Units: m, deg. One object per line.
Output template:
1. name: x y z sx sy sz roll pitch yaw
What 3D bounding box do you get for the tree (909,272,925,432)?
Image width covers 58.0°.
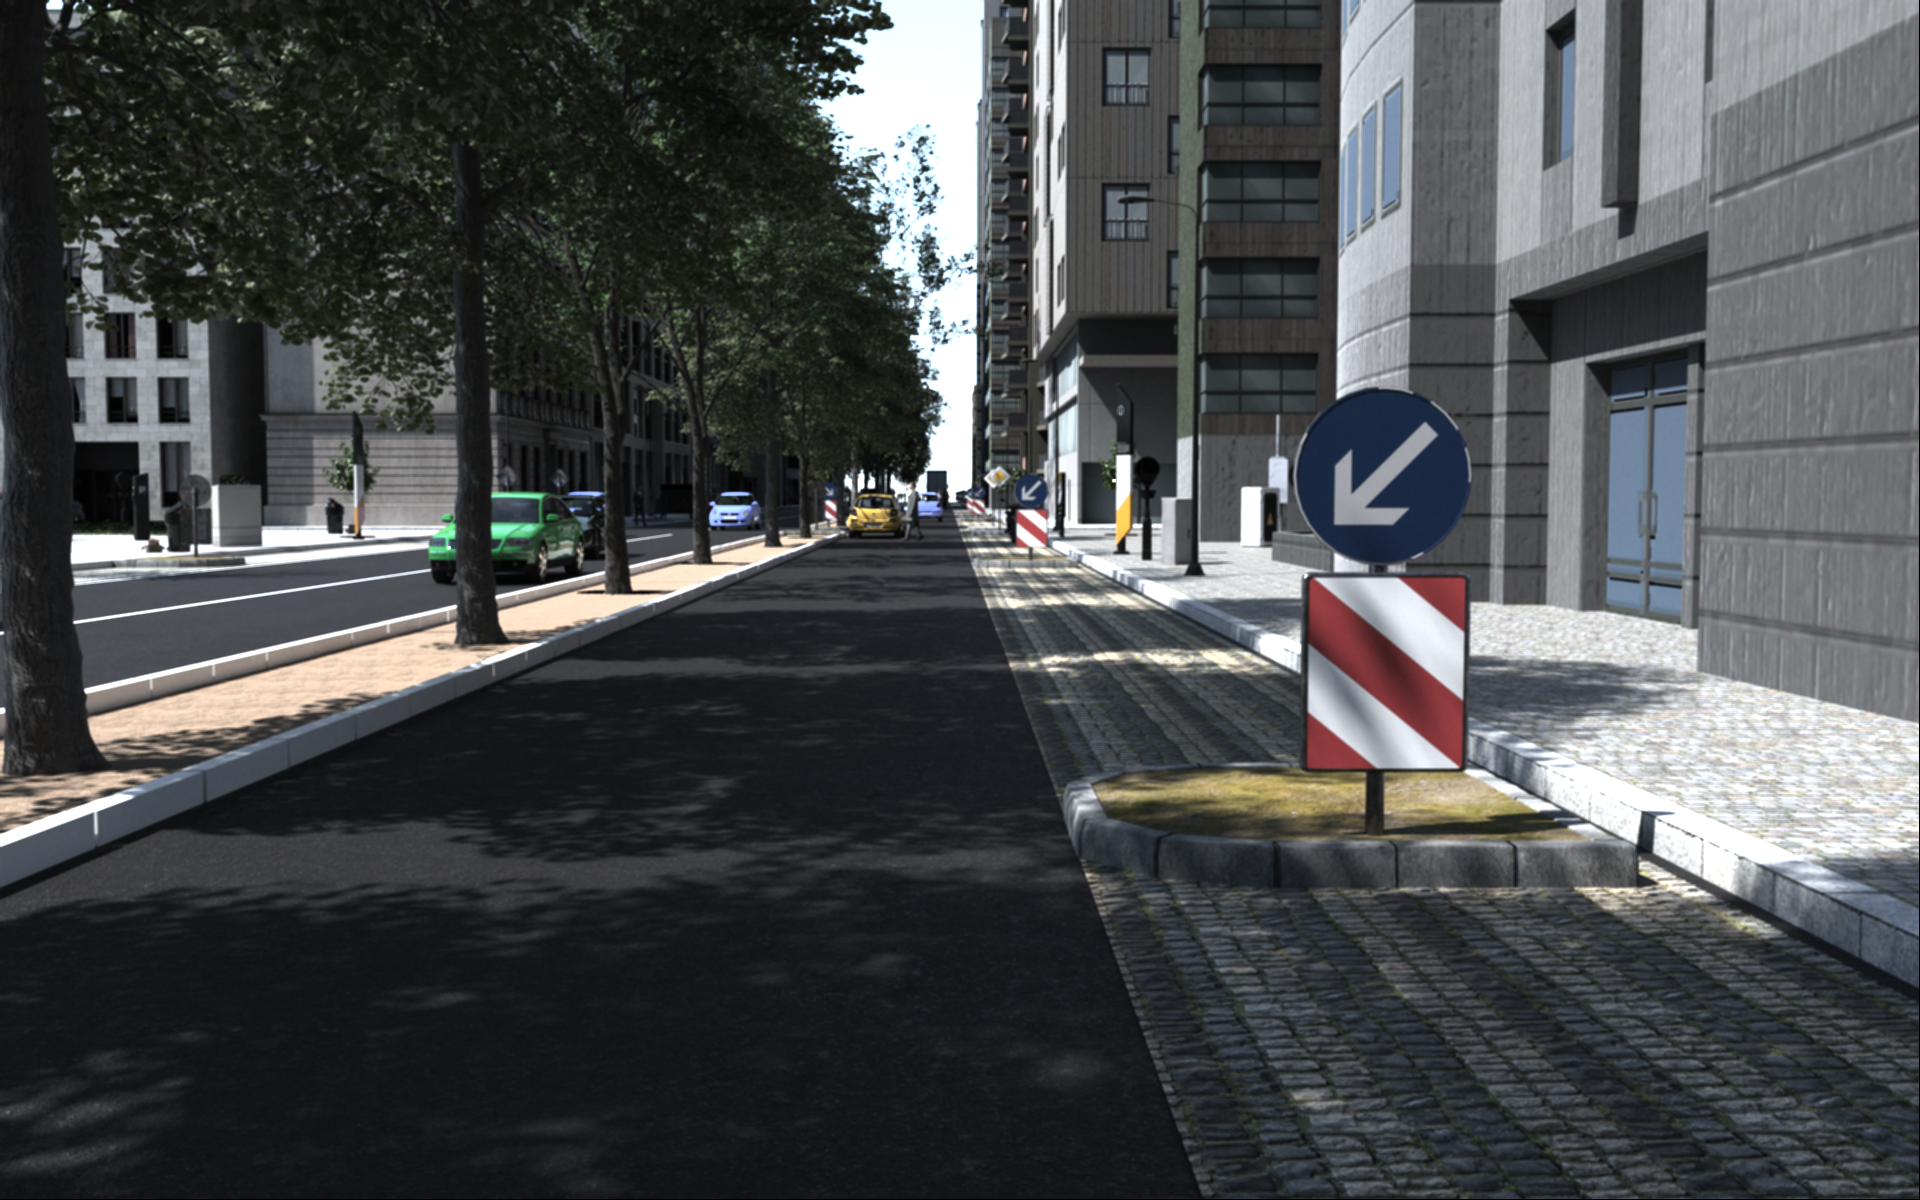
1. tree: -4.962 -7.673 46.034 7.486 12.596 7.792 0 3 0

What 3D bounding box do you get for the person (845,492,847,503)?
1. person: -17.312 -15.566 263.666 0.551 1.740 0.621 1 4 19

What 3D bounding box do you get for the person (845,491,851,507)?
1. person: -12.443 -11.456 195.822 1.348 1.821 0.705 3 5 44

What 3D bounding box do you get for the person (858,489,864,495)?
1. person: -6.968 -6.889 121.257 0.709 1.813 0.853 1 4 9

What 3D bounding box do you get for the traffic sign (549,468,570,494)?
1. traffic sign: -15.637 -3.915 67.652 0.795 2.450 0.064 0 4 0

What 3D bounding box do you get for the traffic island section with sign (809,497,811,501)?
1. traffic island section with sign: -16.623 -11.382 194.726 1.989 1.847 2.006 0 4 0

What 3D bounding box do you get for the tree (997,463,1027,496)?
1. tree: 3.536 -6.799 105.763 1.663 3.219 1.824 0 3 0

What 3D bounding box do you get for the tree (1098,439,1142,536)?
1. tree: 5.105 -3.599 53.438 1.663 3.219 1.824 0 3 0

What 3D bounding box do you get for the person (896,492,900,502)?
1. person: -9.405 -15.667 265.587 0.756 1.711 0.436 -2 4 -30

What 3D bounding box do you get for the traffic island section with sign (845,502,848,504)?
1. traffic island section with sign: -17.236 -16.410 276.937 1.989 1.847 2.006 0 4 0

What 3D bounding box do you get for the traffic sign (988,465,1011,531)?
1. traffic sign: 1.367 -3.433 59.773 0.795 2.450 0.064 0 4 0

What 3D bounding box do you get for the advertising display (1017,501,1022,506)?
1. advertising display: 2.724 -4.531 79.293 0.123 1.923 0.974 0 4 -3

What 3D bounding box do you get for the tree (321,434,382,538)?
1. tree: -17.699 -3.451 51.030 1.663 3.219 1.824 0 3 0

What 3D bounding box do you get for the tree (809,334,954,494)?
1. tree: -5.198 -11.589 108.952 9.611 12.733 9.660 0 3 0

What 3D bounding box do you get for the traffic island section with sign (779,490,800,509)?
1. traffic island section with sign: -16.409 -9.699 167.214 1.989 1.847 2.006 0 4 0

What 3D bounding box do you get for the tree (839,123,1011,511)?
1. tree: -4.176 -14.018 87.532 12.611 20.169 13.585 0 3 0

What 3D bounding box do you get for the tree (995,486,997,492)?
1. tree: 3.572 -9.185 144.777 1.663 3.219 1.824 0 3 0

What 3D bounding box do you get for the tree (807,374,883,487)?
1. tree: -5.366 -7.666 78.153 4.737 8.622 4.395 0 3 0

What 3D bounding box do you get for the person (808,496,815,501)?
1. person: -12.331 -8.307 145.028 1.217 1.736 0.721 -1 4 -10

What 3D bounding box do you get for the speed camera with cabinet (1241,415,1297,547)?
1. speed camera with cabinet: 7.650 -2.947 42.519 0.660 3.252 2.038 3 4 38

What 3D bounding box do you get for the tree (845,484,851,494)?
1. tree: -19.541 -18.664 299.760 1.663 3.219 1.824 0 3 0

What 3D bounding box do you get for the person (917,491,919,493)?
1. person: -4.084 -9.447 163.673 0.721 1.735 1.217 1 4 13

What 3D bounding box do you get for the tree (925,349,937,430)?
1. tree: -4.865 -9.251 71.837 7.486 12.596 7.792 0 3 0

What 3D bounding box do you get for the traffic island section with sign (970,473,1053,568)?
1. traffic island section with sign: 1.261 -1.561 34.152 1.989 1.847 2.006 0 4 0

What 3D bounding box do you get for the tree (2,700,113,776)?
1. tree: -4.601 -5.356 8.154 7.486 12.596 7.792 0 3 0

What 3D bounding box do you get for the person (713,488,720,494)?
1. person: -15.915 -6.413 113.319 0.580 1.828 0.573 1 4 14

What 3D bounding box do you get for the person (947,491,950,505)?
1. person: -1.643 -13.712 232.627 0.705 1.831 1.348 -1 4 -21

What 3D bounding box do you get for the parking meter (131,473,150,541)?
1. parking meter: -22.642 -2.578 47.855 0.399 1.863 0.255 -3 5 -44

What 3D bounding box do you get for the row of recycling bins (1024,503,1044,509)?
1. row of recycling bins: 5.578 -5.879 103.242 3.534 1.692 1.069 1 4 11

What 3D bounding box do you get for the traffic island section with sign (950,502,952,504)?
1. traffic island section with sign: 0.251 -9.726 167.643 1.989 1.847 2.006 0 4 0

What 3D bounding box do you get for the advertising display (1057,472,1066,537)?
1. advertising display: 3.036 -2.852 51.850 0.123 1.923 0.974 0 4 -4

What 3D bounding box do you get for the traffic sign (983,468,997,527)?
1. traffic sign: 1.307 -3.921 67.758 0.795 2.450 0.064 0 4 0

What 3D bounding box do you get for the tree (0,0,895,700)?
1. tree: -4.487 -5.819 15.727 7.486 12.596 7.792 0 3 0

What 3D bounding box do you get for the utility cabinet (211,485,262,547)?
1. utility cabinet: -17.474 -2.028 41.834 0.318 1.500 1.173 2 4 31

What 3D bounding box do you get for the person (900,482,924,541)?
1. person: -1.484 -2.734 53.300 0.767 1.812 0.694 0 4 -3

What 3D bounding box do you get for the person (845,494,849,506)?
1. person: -12.999 -11.906 203.982 1.217 1.723 0.721 -1 4 -20

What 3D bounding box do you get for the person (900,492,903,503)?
1. person: -9.853 -17.300 291.448 1.348 1.812 0.705 -1 4 -20

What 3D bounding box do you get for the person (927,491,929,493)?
1. person: -3.105 -9.875 170.500 0.434 1.755 0.990 1 4 21

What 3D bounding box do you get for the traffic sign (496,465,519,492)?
1. traffic sign: -15.577 -3.427 59.667 0.795 2.450 0.064 0 4 0

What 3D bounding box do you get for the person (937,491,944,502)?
1. person: -1.775 -8.463 147.803 0.756 1.711 0.436 0 4 -3

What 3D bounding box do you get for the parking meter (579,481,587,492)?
1. parking meter: -17.402 -4.540 79.938 0.255 1.863 0.399 -2 4 -33

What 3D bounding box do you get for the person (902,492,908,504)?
1. person: -7.802 -14.540 246.215 0.705 1.826 1.348 3 4 37

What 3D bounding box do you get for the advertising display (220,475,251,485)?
1. advertising display: -24.827 -3.312 59.365 0.974 1.923 0.123 -2 4 -32

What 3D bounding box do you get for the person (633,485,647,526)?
1. person: -14.492 -4.297 78.534 0.659 1.850 0.755 -3 5 -40

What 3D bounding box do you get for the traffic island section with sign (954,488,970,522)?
1. traffic island section with sign: 0.837 -4.941 89.406 1.989 1.847 2.006 0 4 0

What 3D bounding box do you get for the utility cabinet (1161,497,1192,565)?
1. utility cabinet: 4.013 -1.261 31.777 0.306 1.237 1.020 2 4 27

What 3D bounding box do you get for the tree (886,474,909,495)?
1. tree: -5.427 -11.523 141.213 4.360 8.622 3.978 0 3 0

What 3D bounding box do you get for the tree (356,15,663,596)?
1. tree: -5.003 -5.892 24.542 9.928 11.665 9.643 0 3 0

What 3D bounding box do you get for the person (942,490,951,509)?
1. person: -1.492 -9.903 170.502 1.348 1.812 0.705 -1 4 -17

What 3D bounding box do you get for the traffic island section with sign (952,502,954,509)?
1. traffic island section with sign: 0.629 -6.646 117.287 1.989 1.847 2.006 0 4 0
